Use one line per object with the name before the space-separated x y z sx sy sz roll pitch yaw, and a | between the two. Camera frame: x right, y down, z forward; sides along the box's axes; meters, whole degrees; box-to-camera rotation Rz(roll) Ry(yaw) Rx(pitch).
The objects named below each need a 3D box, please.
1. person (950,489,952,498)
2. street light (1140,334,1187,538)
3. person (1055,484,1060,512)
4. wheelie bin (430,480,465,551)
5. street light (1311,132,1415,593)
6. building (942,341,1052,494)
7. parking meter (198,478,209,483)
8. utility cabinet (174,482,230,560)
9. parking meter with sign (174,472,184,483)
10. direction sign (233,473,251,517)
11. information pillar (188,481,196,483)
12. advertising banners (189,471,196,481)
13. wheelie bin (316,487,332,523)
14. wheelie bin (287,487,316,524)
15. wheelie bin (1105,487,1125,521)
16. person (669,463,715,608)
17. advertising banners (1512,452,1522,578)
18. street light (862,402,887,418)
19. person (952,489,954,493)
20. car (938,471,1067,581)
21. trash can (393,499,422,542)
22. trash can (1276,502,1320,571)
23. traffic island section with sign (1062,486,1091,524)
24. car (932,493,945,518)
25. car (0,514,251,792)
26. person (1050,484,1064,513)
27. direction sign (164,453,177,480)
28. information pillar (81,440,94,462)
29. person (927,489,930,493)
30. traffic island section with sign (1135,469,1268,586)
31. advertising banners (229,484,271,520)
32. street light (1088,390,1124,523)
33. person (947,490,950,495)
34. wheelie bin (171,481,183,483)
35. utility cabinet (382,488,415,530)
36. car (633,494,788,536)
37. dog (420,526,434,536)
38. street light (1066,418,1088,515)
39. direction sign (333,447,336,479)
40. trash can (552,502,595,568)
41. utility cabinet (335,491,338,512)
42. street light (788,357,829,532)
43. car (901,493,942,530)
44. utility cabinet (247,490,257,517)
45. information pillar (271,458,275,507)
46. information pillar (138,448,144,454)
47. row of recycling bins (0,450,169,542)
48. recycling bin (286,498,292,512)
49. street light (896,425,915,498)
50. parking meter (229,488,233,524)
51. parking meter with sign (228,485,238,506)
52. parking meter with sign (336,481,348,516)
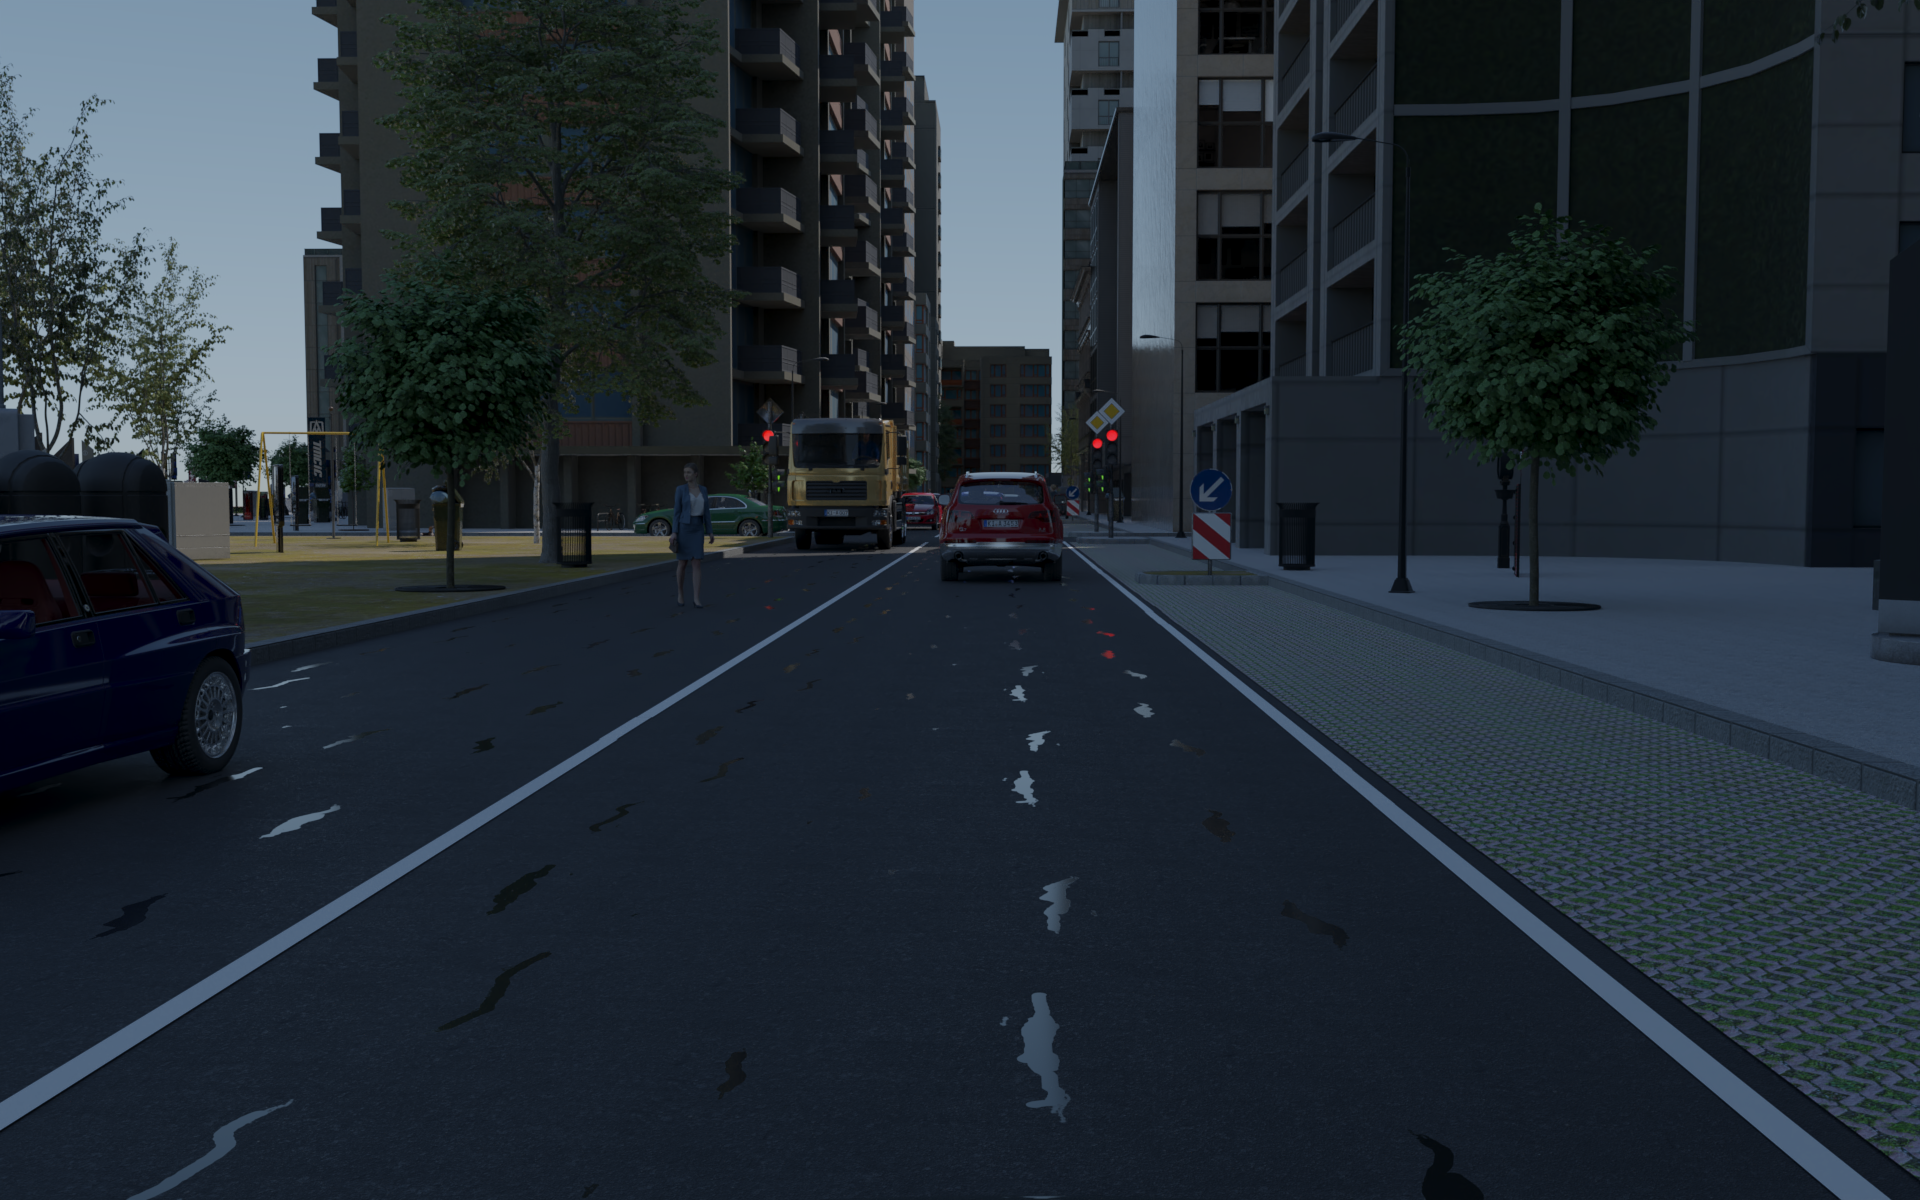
person | -0.566 -7.307 128.305 0.444 1.785 0.601 -3 5 -43
street light | 5.928 -4.771 50.551 1.470 5.913 1.316 0 4 1
person | 3.985 -3.976 73.371 0.748 1.841 0.638 1 4 11
wheelie bin | -11.634 -1.920 39.304 0.693 1.594 0.980 -1 4 -9
street light | 5.209 -3.048 22.383 1.470 5.913 1.316 0 4 1
building | -2.558 -23.633 231.430 28.899 21.520 27.650 0 4 1
parking meter | -28.118 -3.595 64.494 0.399 1.863 0.255 -1 4 -15
utility cabinet | -14.788 -1.523 33.587 0.318 1.500 1.173 2 4 32
parking meter with sign | -50.500 -7.140 112.998 1.738 3.016 0.543 1 4 12
direction sign | -39.365 -6.306 95.102 0.876 3.537 0.379 -3 5 -42
information pillar | -44.568 -5.878 100.594 0.304 2.012 0.304 1 4 20
advertising banners | -47.846 -6.947 109.778 2.074 3.025 0.090 -1 4 -10
wheelie bin | -28.731 -4.275 77.804 0.980 1.594 0.693 -3 5 -40
wheelie bin | -28.213 -4.042 73.993 0.980 1.594 0.693 -2 4 -28
wheelie bin | 7.273 -4.514 81.714 0.980 1.594 0.693 -2 4 -28
person | -3.403 -0.820 21.928 0.581 1.822 0.654 -1 4 -17
advertising banners | 8.678 -1.877 26.880 0.090 3.025 2.074 1 4 16
street light | -4.418 -7.057 87.923 1.470 5.913 1.316 0 4 1
person | -0.242 -5.866 105.086 0.598 1.740 0.731 0 4 -1
car | 0.726 -1.308 30.062 2.281 1.827 5.304 0 4 2
trash can | -14.825 -2.133 46.525 0.748 1.137 0.748 0 3 0
trash can | 5.688 -1.074 29.220 0.748 1.137 0.748 0 3 0
traffic island section with sign | 5.310 -4.584 83.574 1.989 1.847 2.006 0 4 1
car | -1.815 -5.806 103.965 2.155 1.783 4.494 0 4 1
car | -4.729 0.303 7.632 1.945 1.354 3.894 0 4 3
person | 3.288 -3.134 60.156 0.576 1.772 0.534 -2 4 -31
direction sign | -43.518 -6.321 95.352 0.379 3.537 0.876 3 4 36
information pillar | -37.780 -5.120 75.066 0.504 3.616 0.183 0 4 -6
person | -2.248 -6.976 122.746 0.721 1.800 0.419 -1 4 -13
traffic island section with sign | 3.847 -1.179 27.911 1.989 1.847 2.006 0 4 1
advertising banners | -35.146 -5.462 85.499 2.074 3.025 0.090 0 4 -3
street light | 6.610 -6.404 77.241 1.470 5.913 1.316 0 4 1
person | -1.124 -9.230 159.414 0.705 1.824 1.348 1 4 14
wheelie bin | -18.511 -1.992 40.477 0.980 1.594 0.693 -1 4 -13
utility cabinet | -19.640 -3.180 60.674 0.318 1.500 1.173 2 4 32
car | -7.822 -2.608 54.434 4.920 1.459 2.131 0 4 3
dog | -17.379 -2.223 56.540 0.550 0.427 0.748 -3 5 -40
street light | 7.312 -8.127 105.409 1.470 5.913 1.316 0 4 1
direction sign | -29.994 -5.565 82.980 0.379 3.537 0.876 0 4 -7
trash can | -6.751 -1.140 30.287 0.748 1.137 0.748 0 3 0
utility cabinet | -39.768 -6.297 111.627 1.173 1.500 0.318 1 4 8
street light | -5.155 -5.290 59.040 1.470 5.913 1.316 0 4 1
car | -1.713 -3.754 70.423 2.155 1.783 4.494 0 4 3
utility cabinet | -39.498 -5.373 96.524 0.318 1.500 1.173 0 4 0
information pillar | -38.019 -6.416 96.261 0.504 3.616 0.183 1 4 12
information pillar | -41.841 -5.938 88.448 0.183 3.616 0.504 2 4 32
row of recycling bins | -8.988 -0.540 15.943 1.069 1.692 3.534 2 4 34
recycling bin | -46.815 -6.629 120.943 0.722 1.027 0.722 -3 5 -41
street light | -3.702 -8.799 116.407 1.470 5.913 1.316 0 4 1
parking meter | -31.529 -4.050 74.626 0.372 1.533 0.369 0 3 0
parking meter with sign | -50.239 -7.456 118.170 1.738 3.016 0.543 -1 4 -18
parking meter with sign | -36.039 -6.424 101.286 0.543 3.016 1.738 -3 5 -42
